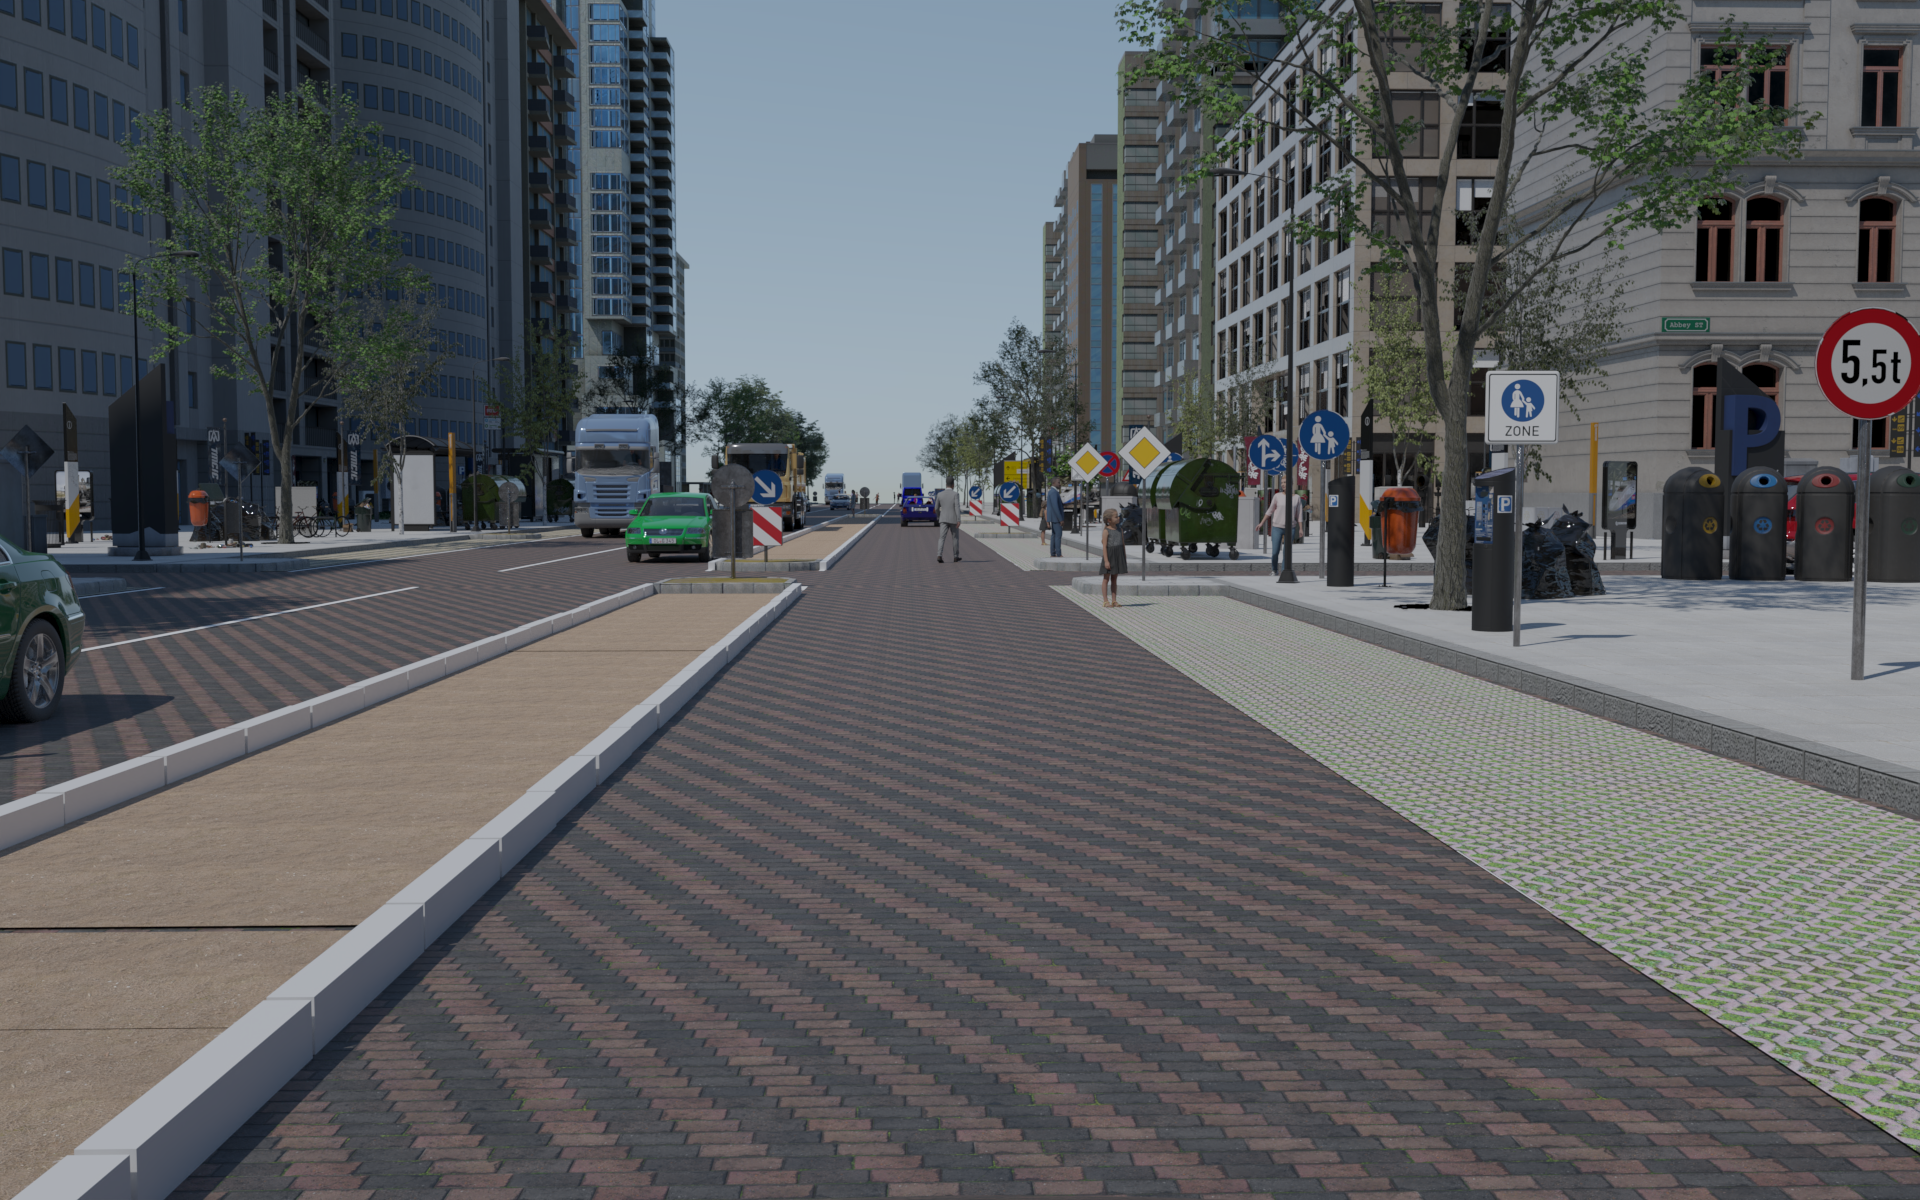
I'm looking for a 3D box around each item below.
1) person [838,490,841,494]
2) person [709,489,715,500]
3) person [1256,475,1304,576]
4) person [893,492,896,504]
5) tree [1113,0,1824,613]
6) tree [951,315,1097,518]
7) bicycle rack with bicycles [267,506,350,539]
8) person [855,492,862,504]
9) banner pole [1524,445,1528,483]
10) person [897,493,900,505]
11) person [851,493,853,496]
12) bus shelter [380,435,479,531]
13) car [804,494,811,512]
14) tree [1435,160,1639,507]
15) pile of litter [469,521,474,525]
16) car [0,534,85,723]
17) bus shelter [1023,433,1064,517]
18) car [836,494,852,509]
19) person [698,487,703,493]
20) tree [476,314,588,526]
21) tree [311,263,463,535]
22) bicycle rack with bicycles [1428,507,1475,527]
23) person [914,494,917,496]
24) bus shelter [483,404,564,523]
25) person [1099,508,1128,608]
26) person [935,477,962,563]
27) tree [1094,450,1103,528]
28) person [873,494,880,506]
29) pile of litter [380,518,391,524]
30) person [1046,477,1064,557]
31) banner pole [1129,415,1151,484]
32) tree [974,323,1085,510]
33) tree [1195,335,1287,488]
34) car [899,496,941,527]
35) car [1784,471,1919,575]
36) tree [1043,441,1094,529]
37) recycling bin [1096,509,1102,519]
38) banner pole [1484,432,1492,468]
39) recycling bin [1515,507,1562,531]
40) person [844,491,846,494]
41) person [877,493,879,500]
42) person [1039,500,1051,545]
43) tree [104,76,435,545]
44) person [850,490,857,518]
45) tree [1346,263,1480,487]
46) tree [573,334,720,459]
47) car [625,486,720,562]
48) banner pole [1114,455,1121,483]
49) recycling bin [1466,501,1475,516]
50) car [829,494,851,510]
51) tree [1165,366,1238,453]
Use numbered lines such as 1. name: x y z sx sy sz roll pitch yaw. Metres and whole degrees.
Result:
1. person: -12.917 -10.802 185.119 0.705 1.824 1.348 2 4 27
2. person: -15.804 -6.245 110.572 1.348 1.831 0.705 3 4 39
3. person: 5.152 -1.153 28.030 0.731 1.740 0.598 0 4 1
4. person: -9.290 -14.580 247.704 0.721 1.723 1.217 0 4 -4
5. tree: 5.344 -5.687 18.742 9.928 11.665 9.643 0 3 0
6. tree: 3.651 -9.575 90.957 7.601 10.594 8.767 0 4 3
7. bicycle rack with bicycles: -19.492 -2.316 51.251 2.925 0.926 2.852 -3 5 -42
8. person: -13.561 -13.400 228.303 1.217 1.736 0.721 -1 4 -17
9. banner pole: 14.968 -3.422 45.964 0.401 3.779 0.863 2 4 32
10. person: -8.309 -13.682 233.674 0.415 1.643 0.593 1 4 22
11. person: -11.858 -11.325 193.534 0.599 1.838 0.709 -2 4 -23
12. bus shelter: -18.894 -4.165 62.018 2.014 3.302 5.546 0 4 -2
13. car: -12.946 -7.872 138.490 2.009 1.686 4.222 0 4 0
14. tree: 12.612 -5.375 38.241 4.360 8.622 3.978 0 3 0
15. pile of litter: -21.073 -3.604 72.896 1.719 0.858 1.176 3 5 42
16. car: -6.607 0.140 9.508 2.131 1.459 4.920 0 4 -3
17. bus shelter: 4.830 -7.478 99.895 2.179 5.291 8.768 0 4 -2
18. car: -11.226 -9.702 168.851 2.015 1.641 3.980 0 4 -2
19. person: -13.354 -4.949 89.761 0.599 1.781 0.374 -1 4 -11
20. tree: -17.141 -7.341 70.382 4.737 8.622 4.395 0 3 0
21. tree: -17.909 -6.369 54.498 4.360 8.622 3.978 0 3 0
22. bicycle rack with bicycles: 14.432 -2.137 48.322 2.852 0.926 2.925 0 4 6
23. person: -3.043 -6.372 115.903 0.599 1.433 0.991 -1 4 -17
24. bus shelter: -20.283 -6.275 80.224 2.179 5.291 8.768 0 4 -2
25. person: 1.947 -0.528 21.806 0.362 1.253 0.373 -2 4 -31
26. person: -0.242 -1.678 36.211 0.678 1.792 0.850 2 4 24
27. tree: 4.666 -4.410 66.701 1.663 3.219 1.824 0 3 0
28. person: -9.761 -11.665 202.485 1.065 1.426 0.557 3 5 40
29. pile of litter: -24.537 -3.790 75.931 1.719 0.858 1.176 -1 4 -13
30. person: 2.075 -1.762 37.490 0.419 1.800 0.721 -1 4 -13
31. banner pole: 5.734 -3.963 54.813 0.863 3.779 0.401 1 4 12
32. tree: 3.503 -7.553 73.857 4.360 8.622 3.978 0 3 0
33. tree: 12.966 -7.897 79.476 4.360 8.622 3.978 0 3 0
34. car: -1.743 -3.937 76.958 1.945 1.354 3.894 0 4 0
35. car: 16.227 -1.294 29.834 5.304 1.827 2.281 0 4 -1
36. tree: 3.783 -4.156 62.555 1.663 3.219 1.824 0 3 0
37. recycling bin: 7.503 -4.758 90.341 0.722 1.027 0.722 1 4 20
38. banner pole: 21.171 -4.838 69.124 0.863 3.779 0.401 1 4 21
39. recycling bin: 11.066 -1.270 33.311 0.722 1.027 0.722 -1 4 -21
40. person: -13.677 -12.102 206.347 0.705 1.826 1.348 -2 4 -25
41. person: -11.255 -13.985 238.616 0.415 1.643 0.593 -1 4 -20
42. person: 2.376 -2.140 48.164 0.373 1.253 0.362 -1 4 -10
43. tree: -17.358 -7.237 44.087 9.928 11.665 9.643 0 3 0
44. person: -6.332 -5.702 102.726 0.522 1.701 0.512 -2 4 -28
45. tree: 14.129 -6.403 55.044 4.737 8.622 4.395 0 3 0
46. tree: -18.149 -10.155 100.447 8.767 10.594 7.601 -1 4 -11
47. car: -6.146 -1.779 37.881 1.959 1.807 4.718 0 4 -1
48. banner pole: 9.929 -7.274 108.946 0.863 3.779 0.401 -3 5 -44
49. recycling bin: 19.779 -3.313 66.722 0.722 1.027 0.722 -2 4 -33
50. car: -10.682 -8.748 155.025 2.014 1.417 4.499 0 4 -1
51. tree: 13.567 -9.086 98.920 4.737 8.622 4.395 0 3 0
